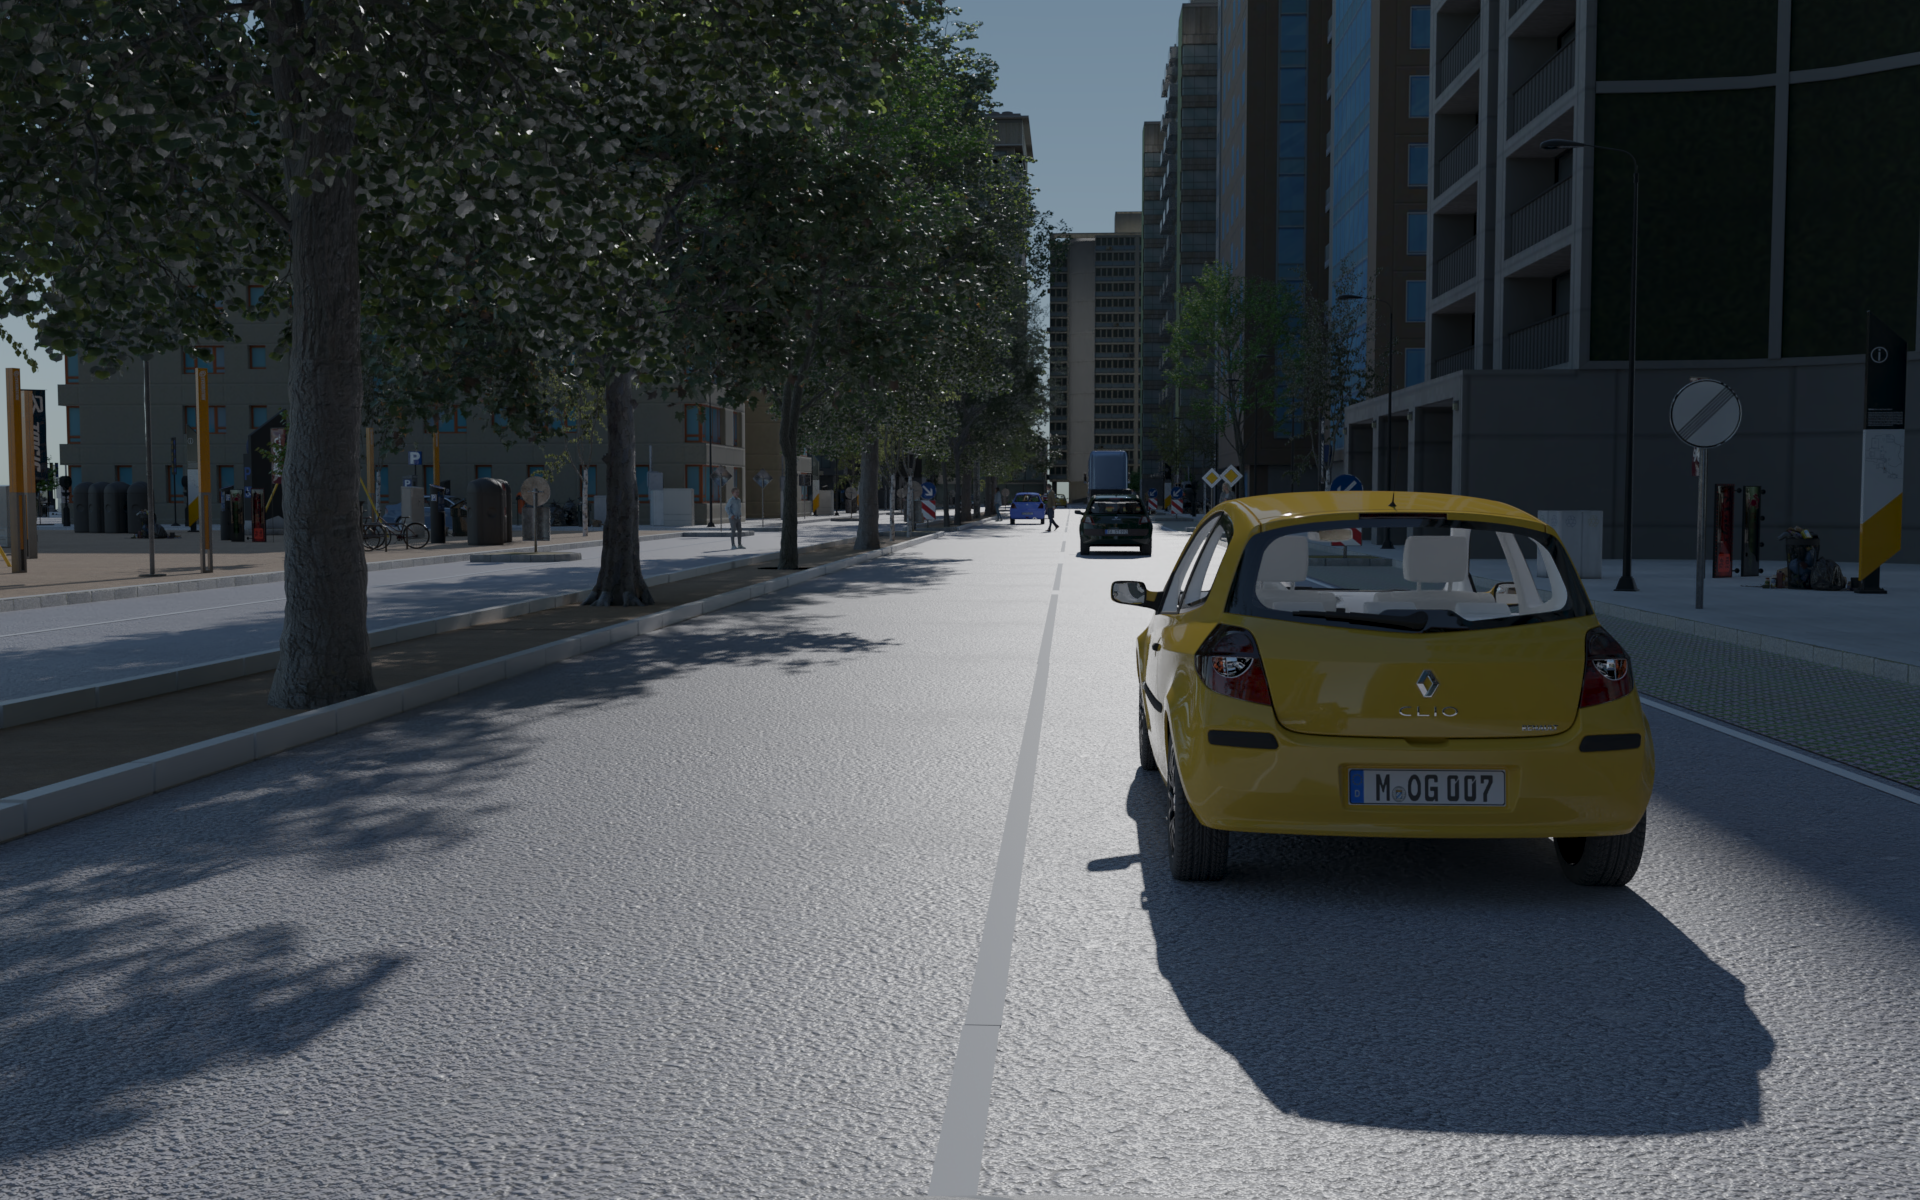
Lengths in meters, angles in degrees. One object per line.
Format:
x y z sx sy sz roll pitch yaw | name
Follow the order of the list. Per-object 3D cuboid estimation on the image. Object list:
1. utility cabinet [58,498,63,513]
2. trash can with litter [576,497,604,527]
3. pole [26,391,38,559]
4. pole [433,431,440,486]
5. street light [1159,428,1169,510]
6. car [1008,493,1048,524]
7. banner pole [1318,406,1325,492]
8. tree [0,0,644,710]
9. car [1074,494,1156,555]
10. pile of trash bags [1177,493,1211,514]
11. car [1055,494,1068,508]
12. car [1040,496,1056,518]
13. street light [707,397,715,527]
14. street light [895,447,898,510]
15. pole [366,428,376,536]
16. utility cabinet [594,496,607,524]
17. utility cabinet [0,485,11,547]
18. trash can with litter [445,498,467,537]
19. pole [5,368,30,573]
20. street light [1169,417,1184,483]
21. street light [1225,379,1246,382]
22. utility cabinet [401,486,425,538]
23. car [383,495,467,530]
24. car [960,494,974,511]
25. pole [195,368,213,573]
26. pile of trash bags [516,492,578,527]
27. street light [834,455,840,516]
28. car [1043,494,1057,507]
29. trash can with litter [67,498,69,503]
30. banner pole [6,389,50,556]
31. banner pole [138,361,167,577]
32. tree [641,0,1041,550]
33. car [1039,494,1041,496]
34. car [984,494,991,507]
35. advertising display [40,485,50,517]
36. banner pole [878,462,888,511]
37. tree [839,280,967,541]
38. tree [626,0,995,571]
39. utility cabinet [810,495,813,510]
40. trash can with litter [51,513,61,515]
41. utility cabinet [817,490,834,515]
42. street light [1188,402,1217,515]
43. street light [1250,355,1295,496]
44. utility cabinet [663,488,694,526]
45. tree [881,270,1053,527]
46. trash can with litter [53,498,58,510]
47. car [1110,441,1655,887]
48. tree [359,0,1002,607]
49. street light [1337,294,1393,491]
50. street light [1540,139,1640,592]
-62.371 -6.672 120.243 0.306 1.237 1.020 -3 5 -40 | utility cabinet
-14.359 -3.419 67.284 1.055 1.170 0.624 1 4 9 | trash can with litter
-18.409 -2.472 34.254 0.158 3.312 0.155 0 3 0 | pole
-16.786 -3.774 55.552 0.158 3.312 0.155 0 3 0 | pole
14.665 -9.137 121.932 1.470 5.913 1.316 0 4 4 | street light
3.252 -4.504 83.224 1.945 1.707 3.694 0 4 3 | car
10.268 -3.623 49.247 0.401 3.779 0.863 0 4 1 | banner pole
-4.337 -6.259 11.454 9.857 13.997 8.962 0 3 0 | tree
3.772 -1.972 42.036 2.009 1.686 4.222 0 4 4 | car
15.026 -6.282 112.470 1.912 1.369 3.447 -1 4 -22 | pile of trash bags
10.442 -10.574 183.111 2.015 1.641 3.980 0 4 5 | car
4.677 -5.463 101.892 1.945 1.354 3.894 0 4 5 | car
-9.111 -5.773 66.936 1.470 5.913 1.316 0 4 4 | street light
-4.486 -10.072 137.223 1.470 5.913 1.316 0 4 4 | street light
-18.148 -3.639 53.340 0.158 3.312 0.155 0 3 0 | pole
-14.556 -3.684 71.396 1.020 1.237 0.306 0 4 -7 | utility cabinet
-23.107 -2.016 41.636 1.173 1.500 0.318 2 4 32 | utility cabinet
-15.362 -2.505 52.346 1.055 1.170 0.624 0 4 -4 | trash can with litter
-15.299 -2.093 28.072 0.158 3.312 0.155 0 3 0 | pole
13.541 -8.075 104.573 1.470 5.913 1.316 0 4 4 | street light
11.380 -5.952 69.849 1.470 5.913 1.316 0 4 4 | street light
-15.819 -2.535 50.132 0.318 1.500 1.173 0 4 0 | utility cabinet
-18.994 -3.186 64.091 4.499 1.417 2.014 0 4 3 | car
0.674 -8.441 147.793 2.009 1.686 4.222 0 4 2 | car
-12.277 -2.097 28.131 0.158 3.312 0.155 0 3 0 | pole
-16.745 -3.658 69.566 3.447 1.369 1.912 3 5 41 | pile of trash bags
-6.758 -7.938 102.322 1.470 5.913 1.316 0 4 4 | street light
9.723 -11.027 189.329 2.155 1.783 4.494 0 4 4 | car
-48.811 -5.135 95.351 0.624 1.170 1.055 -1 4 -13 | trash can with litter
-19.579 -2.832 36.324 0.863 3.779 0.401 -2 4 -31 | banner pole
-12.729 -2.271 27.153 0.401 3.779 0.863 -2 4 -29 | banner pole
-2.388 -8.263 44.220 9.857 13.997 8.962 0 3 0 | tree
5.606 -7.473 132.413 2.015 1.641 3.980 0 4 2 | car
3.610 -11.120 191.593 2.009 1.686 4.222 0 4 3 | car
-50.677 -5.546 95.898 0.974 1.923 0.123 3 5 39 | advertising display
-6.018 -8.811 134.071 0.863 3.779 0.401 0 4 1 | banner pole
-1.666 -6.364 56.865 4.360 8.622 3.978 0 3 0 | tree
-3.139 -6.365 32.277 9.928 11.665 9.643 0 3 0 | tree
-11.667 -7.906 140.420 1.020 1.237 0.306 1 4 10 | utility cabinet
-54.654 -5.789 105.704 2.233 1.210 1.678 0 4 -7 | trash can with litter
-8.083 -5.778 103.157 1.173 1.500 0.318 2 4 28 | utility cabinet
12.364 -7.014 87.217 1.470 5.913 1.316 0 4 4 | street light
10.557 -5.213 57.775 1.470 5.913 1.316 0 4 4 | street light
-11.091 -3.649 68.347 1.173 1.500 0.318 1 4 12 | utility cabinet
-0.470 -8.078 68.945 8.767 10.594 7.601 0 4 4 | tree
-67.458 -7.199 129.083 1.055 1.170 0.624 -3 4 -37 | trash can with litter
1.702 0.149 7.792 2.015 1.641 3.980 0 4 3 | car
-4.365 -6.279 22.120 9.611 12.733 9.660 0 3 0 | tree
9.476 -4.151 40.413 1.470 5.913 1.316 0 4 4 | street light
8.293 -3.075 22.812 1.470 5.913 1.316 0 4 4 | street light
